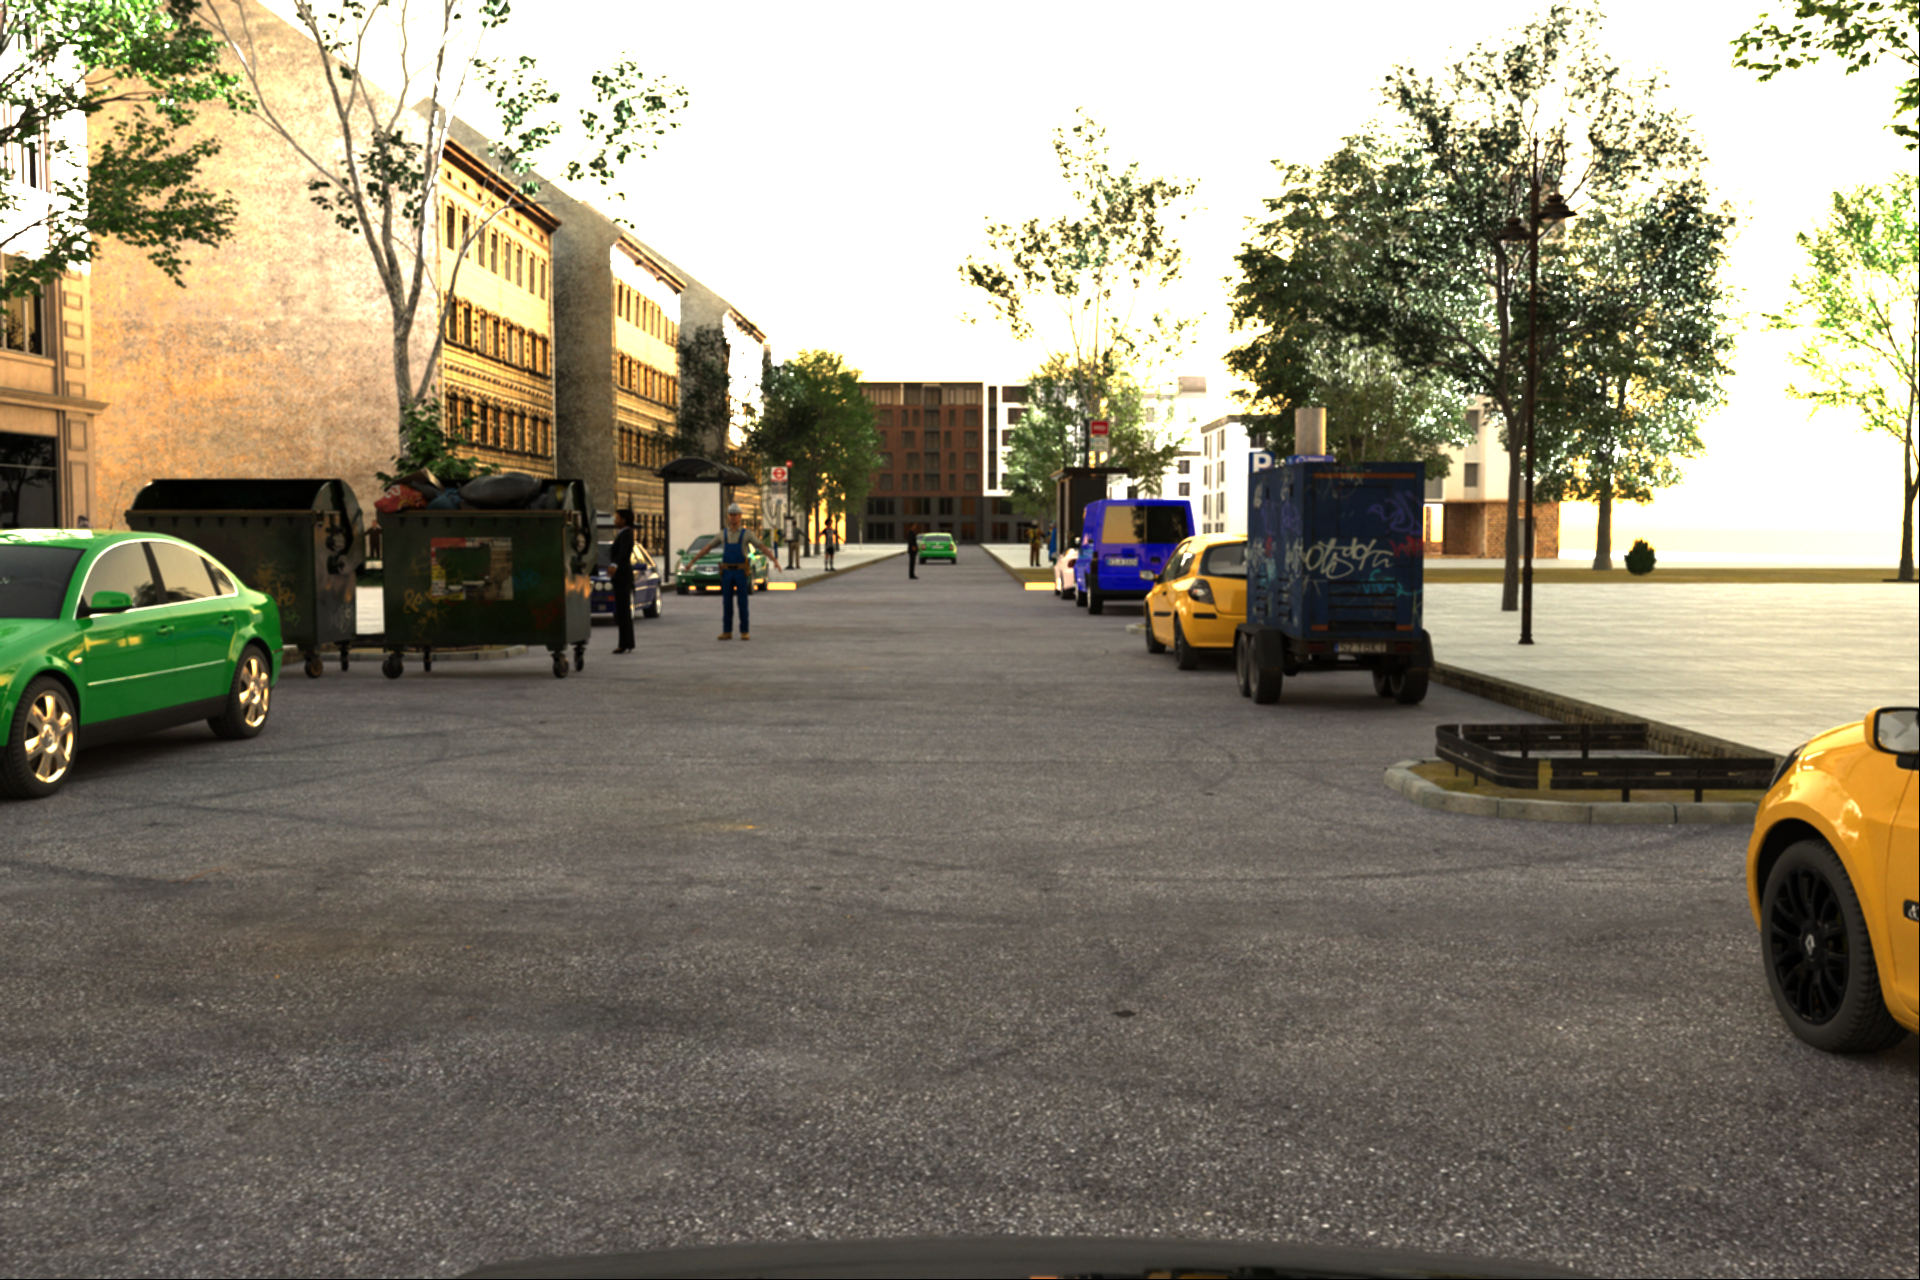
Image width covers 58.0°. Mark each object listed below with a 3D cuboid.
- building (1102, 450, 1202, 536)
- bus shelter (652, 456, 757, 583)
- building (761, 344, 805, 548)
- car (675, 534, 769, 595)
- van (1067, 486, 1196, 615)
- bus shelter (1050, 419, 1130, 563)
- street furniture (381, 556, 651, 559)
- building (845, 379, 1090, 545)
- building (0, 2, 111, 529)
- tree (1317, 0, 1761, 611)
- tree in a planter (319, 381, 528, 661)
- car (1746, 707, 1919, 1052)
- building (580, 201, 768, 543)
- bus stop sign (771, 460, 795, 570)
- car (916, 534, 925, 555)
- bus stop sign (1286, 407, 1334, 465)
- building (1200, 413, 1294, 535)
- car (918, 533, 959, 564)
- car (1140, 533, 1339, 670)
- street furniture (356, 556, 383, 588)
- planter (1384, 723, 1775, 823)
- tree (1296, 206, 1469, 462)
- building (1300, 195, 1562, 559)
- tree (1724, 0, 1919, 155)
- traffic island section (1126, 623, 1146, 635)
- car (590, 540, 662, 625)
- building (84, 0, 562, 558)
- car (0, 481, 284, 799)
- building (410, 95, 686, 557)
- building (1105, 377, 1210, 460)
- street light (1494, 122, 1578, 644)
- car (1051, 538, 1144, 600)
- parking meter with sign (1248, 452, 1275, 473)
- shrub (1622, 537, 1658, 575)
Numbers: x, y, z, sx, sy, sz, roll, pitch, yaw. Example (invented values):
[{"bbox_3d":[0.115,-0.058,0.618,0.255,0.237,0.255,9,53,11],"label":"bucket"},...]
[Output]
[{"bbox_3d":[21.017,-15.006,187.493,9.099,9.664,28.070,0,4,0],"label":"building"},{"bbox_3d":[-6.940,-3.289,47.702,2.014,3.302,5.546,0,4,1],"label":"bus shelter"},{"bbox_3d":[-25.678,-18.974,176.683,16.747,18.905,31.486,0,4,0],"label":"building"},{"bbox_3d":[-5.782,-1.873,42.426,2.131,1.459,4.920,0,4,0],"label":"car"},{"bbox_3d":[3.222,-1.720,32.501,2.240,2.365,5.245,0,3,0],"label":"van"},{"bbox_3d":[4.219,-4.939,58.386,2.179,5.291,8.768,0,4,-1],"label":"bus shelter"},{"bbox_3d":[-15.670,-2.718,60.061,10.072,0.657,5.734,1,4,18],"label":"street furniture"},{"bbox_3d":[1.066,-24.111,240.647,32.646,21.610,27.936,0,4,1],"label":"building"},{"bbox_3d":[-28.894,-13.715,36.255,10.469,25.551,25.511,0,4,1],"label":"building"},{"bbox_3d":[9.528,-5.772,28.792,7.601,10.594,8.767,-2,4,-25],"label":"tree"},{"bbox_3d":[-6.221,-1.416,20.378,1.991,3.239,1.994,0,4,1],"label":"tree in a planter"},{"bbox_3d":[3.213,0.402,3.654,2.015,1.641,3.980,0,4,-1],"label":"car"},{"bbox_3d":[-24.560,-17.898,123.561,19.493,23.208,18.063,0,4,1],"label":"building"},{"bbox_3d":[-6.397,-4.528,62.740,0.855,3.939,0.416,0,4,1],"label":"bus stop sign"},{"bbox_3d":[-2.338,-6.628,120.168,2.131,1.459,4.920,0,4,0],"label":"car"},{"bbox_3d":[7.336,-2.895,36.349,0.837,3.901,0.837,0,3,0],"label":"bus stop sign"},{"bbox_3d":[23.220,-10.955,121.258,9.099,9.664,28.070,0,3,0],"label":"building"},{"bbox_3d":[-1.053,-4.584,83.744,1.959,1.807,4.718,0,4,0],"label":"car"},{"bbox_3d":[3.113,-0.578,19.680,2.015,1.641,3.980,0,4,-1],"label":"car"},{"bbox_3d":[-15.175,-1.857,45.984,5.734,0.657,10.072,0,4,3],"label":"street furniture"},{"bbox_3d":[3.426,0.708,9.557,1.991,0.319,1.994,0,4,0],"label":"planter"},{"bbox_3d":[9.303,-5.445,39.392,4.360,8.622,3.978,0,3,0],"label":"tree"},{"bbox_3d":[25.565,-15.097,103.250,16.016,20.090,11.380,0,4,0],"label":"building"},{"bbox_3d":[8.769,-5.320,12.739,9.928,11.665,9.643,0,3,0],"label":"tree"},{"bbox_3d":[3.448,-0.149,25.300,1.991,0.108,1.994,0,4,0],"label":"traffic island section"},{"bbox_3d":[-6.011,-0.967,28.396,1.945,1.354,3.894,0,3,0],"label":"car"},{"bbox_3d":[-29.057,-14.934,75.096,19.493,23.208,18.063,0,4,0],"label":"building"},{"bbox_3d":[-5.820,-0.120,10.765,1.959,1.807,4.718,0,4,0],"label":"car"},{"bbox_3d":[-26.485,-16.234,96.355,19.493,23.208,18.063,0,4,1],"label":"building"},{"bbox_3d":[23.417,-22.107,217.863,16.016,20.090,11.380,0,4,1],"label":"building"},{"bbox_3d":[6.606,-2.889,20.029,0.468,5.910,1.993,0,3,0],"label":"street light"},{"bbox_3d":[3.138,-1.644,39.236,2.083,1.381,4.827,0,4,0],"label":"car"},{"bbox_3d":[6.376,-2.423,35.872,0.543,3.016,1.738,0,3,0],"label":"parking meter with sign"},{"bbox_3d":[21.152,-2.615,53.870,1.383,1.207,1.383,0,3,0],"label":"shrub"}]
